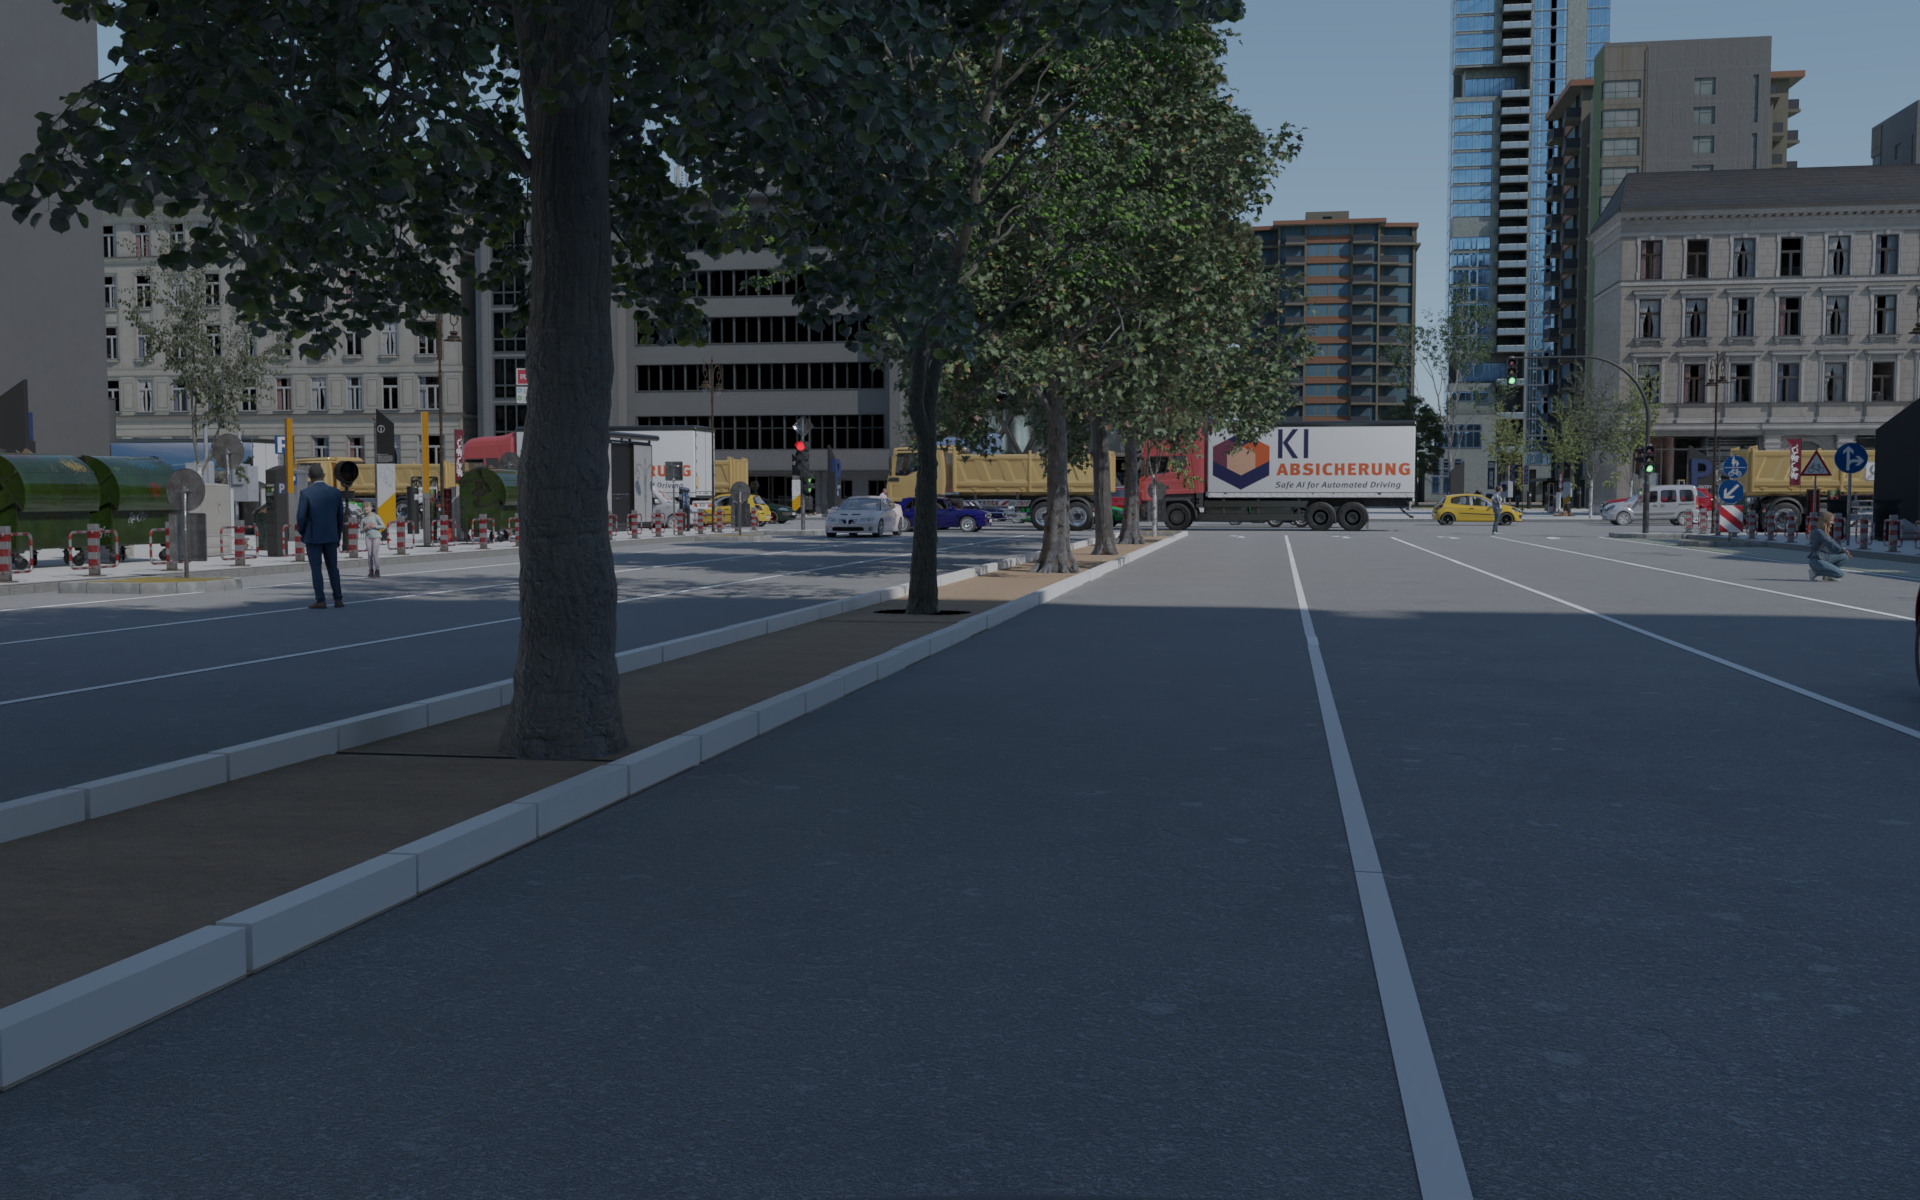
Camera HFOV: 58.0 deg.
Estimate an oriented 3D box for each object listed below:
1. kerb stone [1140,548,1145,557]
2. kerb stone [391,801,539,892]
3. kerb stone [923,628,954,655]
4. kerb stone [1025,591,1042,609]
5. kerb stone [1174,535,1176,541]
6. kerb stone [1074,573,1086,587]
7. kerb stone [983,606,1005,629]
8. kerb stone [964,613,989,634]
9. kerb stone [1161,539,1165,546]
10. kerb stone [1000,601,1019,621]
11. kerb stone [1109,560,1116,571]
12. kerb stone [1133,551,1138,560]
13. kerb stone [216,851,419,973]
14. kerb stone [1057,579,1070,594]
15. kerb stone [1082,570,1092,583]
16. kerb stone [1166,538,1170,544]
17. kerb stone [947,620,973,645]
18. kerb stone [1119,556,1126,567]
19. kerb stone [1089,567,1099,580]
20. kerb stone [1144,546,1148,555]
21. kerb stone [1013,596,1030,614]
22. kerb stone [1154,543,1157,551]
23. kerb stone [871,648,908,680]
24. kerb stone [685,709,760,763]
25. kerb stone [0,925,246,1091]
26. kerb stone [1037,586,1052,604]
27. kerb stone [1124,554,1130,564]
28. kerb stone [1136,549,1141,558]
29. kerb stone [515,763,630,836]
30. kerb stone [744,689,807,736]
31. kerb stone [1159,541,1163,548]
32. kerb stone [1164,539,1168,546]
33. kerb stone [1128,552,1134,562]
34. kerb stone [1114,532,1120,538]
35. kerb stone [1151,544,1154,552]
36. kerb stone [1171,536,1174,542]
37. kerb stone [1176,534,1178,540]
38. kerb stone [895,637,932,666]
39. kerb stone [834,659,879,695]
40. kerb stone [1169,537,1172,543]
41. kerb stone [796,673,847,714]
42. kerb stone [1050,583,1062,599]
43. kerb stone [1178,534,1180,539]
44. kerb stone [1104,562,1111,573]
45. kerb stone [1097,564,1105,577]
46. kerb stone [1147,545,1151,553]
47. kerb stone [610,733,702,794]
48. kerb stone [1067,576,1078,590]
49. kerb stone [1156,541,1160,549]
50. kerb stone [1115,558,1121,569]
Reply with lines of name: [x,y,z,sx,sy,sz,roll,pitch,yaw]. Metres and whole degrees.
kerb stone: [4.025,-1.037,39.153,0.120,0.150,1.000,1,4,10]
kerb stone: [-1.902,0.949,6.686,0.120,0.150,1.000,1,4,10]
kerb stone: [-0.229,0.390,15.822,0.120,0.150,1.000,1,4,10]
kerb stone: [0.873,0.022,21.904,0.120,0.150,1.000,1,4,10]
kerb stone: [6.243,-1.769,51.300,0.120,0.150,1.000,1,4,10]
kerb stone: [1.800,-0.290,26.965,0.120,0.150,1.000,1,4,10]
kerb stone: [0.328,0.204,18.861,0.120,0.150,1.000,1,4,10]
kerb stone: [0.129,0.266,17.852,0.120,0.150,1.000,1,4,10]
kerb stone: [5.319,-1.470,46.230,0.120,0.150,1.000,1,4,10]
kerb stone: [0.511,0.142,19.873,0.120,0.150,1.000,1,4,10]
kerb stone: [2.731,-0.603,32.047,0.120,0.150,1.000,1,4,10]
kerb stone: [3.659,-0.911,37.128,0.120,0.150,1.000,1,4,10]
kerb stone: [-2.082,1.010,5.675,0.120,0.150,1.000,1,4,10]
kerb stone: [1.431,-0.168,24.934,0.120,0.150,1.000,1,4,10]
kerb stone: [1.979,-0.348,27.982,0.120,0.150,1.000,1,4,10]
kerb stone: [5.690,-1.594,48.250,0.120,0.150,1.000,1,4,10]
kerb stone: [-0.045,0.332,16.837,0.120,0.150,1.000,1,4,10]
kerb stone: [3.109,-0.722,34.079,0.120,0.150,1.000,1,4,10]
kerb stone: [2.177,-0.416,28.997,0.120,0.150,1.000,1,4,10]
kerb stone: [4.211,-1.099,40.162,0.120,0.150,1.000,1,4,10]
kerb stone: [0.689,0.085,20.894,0.120,0.150,1.000,1,4,10]
kerb stone: [4.763,-1.284,43.198,0.120,0.150,1.000,1,4,10]
kerb stone: [-0.596,0.519,13.795,0.120,0.150,1.000,1,4,10]
kerb stone: [-1.344,0.762,9.735,0.120,0.150,1.000,1,4,10]
kerb stone: [-2.265,1.073,4.653,0.120,0.150,1.000,1,4,10]
kerb stone: [1.066,-0.044,22.913,0.120,0.150,1.000,1,4,10]
kerb stone: [3.284,-0.783,35.099,0.120,0.150,1.000,1,4,10]
kerb stone: [3.840,-0.973,38.138,0.120,0.150,1.000,1,4,10]
kerb stone: [-1.720,0.887,7.696,0.120,0.150,1.000,1,4,10]
kerb stone: [-1.155,0.699,10.759,0.120,0.150,1.000,1,4,10]
kerb stone: [5.135,-1.408,45.220,0.120,0.150,1.000,1,4,10]
kerb stone: [5.501,-1.532,47.241,0.120,0.150,1.000,1,4,10]
kerb stone: [3.476,-0.851,36.117,0.120,0.150,1.000,1,4,10]
kerb stone: [5.271,-2.164,57.730,0.120,0.150,1.000,1,4,10]
kerb stone: [4.577,-1.223,42.185,0.120,0.150,1.000,1,4,10]
kerb stone: [6.057,-1.718,50.287,0.120,0.150,1.000,1,4,10]
kerb stone: [6.426,-1.841,52.316,0.120,0.150,1.000,1,4,10]
kerb stone: [-0.421,0.452,14.806,0.120,0.150,1.000,1,4,10]
kerb stone: [-0.787,0.576,12.785,0.120,0.150,1.000,1,4,10]
kerb stone: [5.866,-1.656,49.263,0.120,0.150,1.000,1,4,10]
kerb stone: [-0.968,0.641,11.769,0.120,0.150,1.000,1,4,10]
kerb stone: [1.249,-0.106,23.923,0.120,0.150,1.000,1,4,10]
kerb stone: [6.608,-1.898,53.333,0.120,0.150,1.000,1,4,10]
kerb stone: [2.545,-0.541,31.037,0.120,0.150,1.000,1,4,10]
kerb stone: [2.365,-0.478,30.015,0.120,0.150,1.000,1,4,10]
kerb stone: [4.393,-1.161,41.175,0.120,0.150,1.000,1,4,10]
kerb stone: [-1.530,0.825,8.711,0.120,0.150,1.000,1,4,10]
kerb stone: [1.615,-0.228,25.954,0.120,0.150,1.000,1,4,10]
kerb stone: [4.954,-1.346,44.207,0.120,0.150,1.000,1,4,10]
kerb stone: [2.917,-0.665,33.063,0.120,0.150,1.000,1,4,10]
